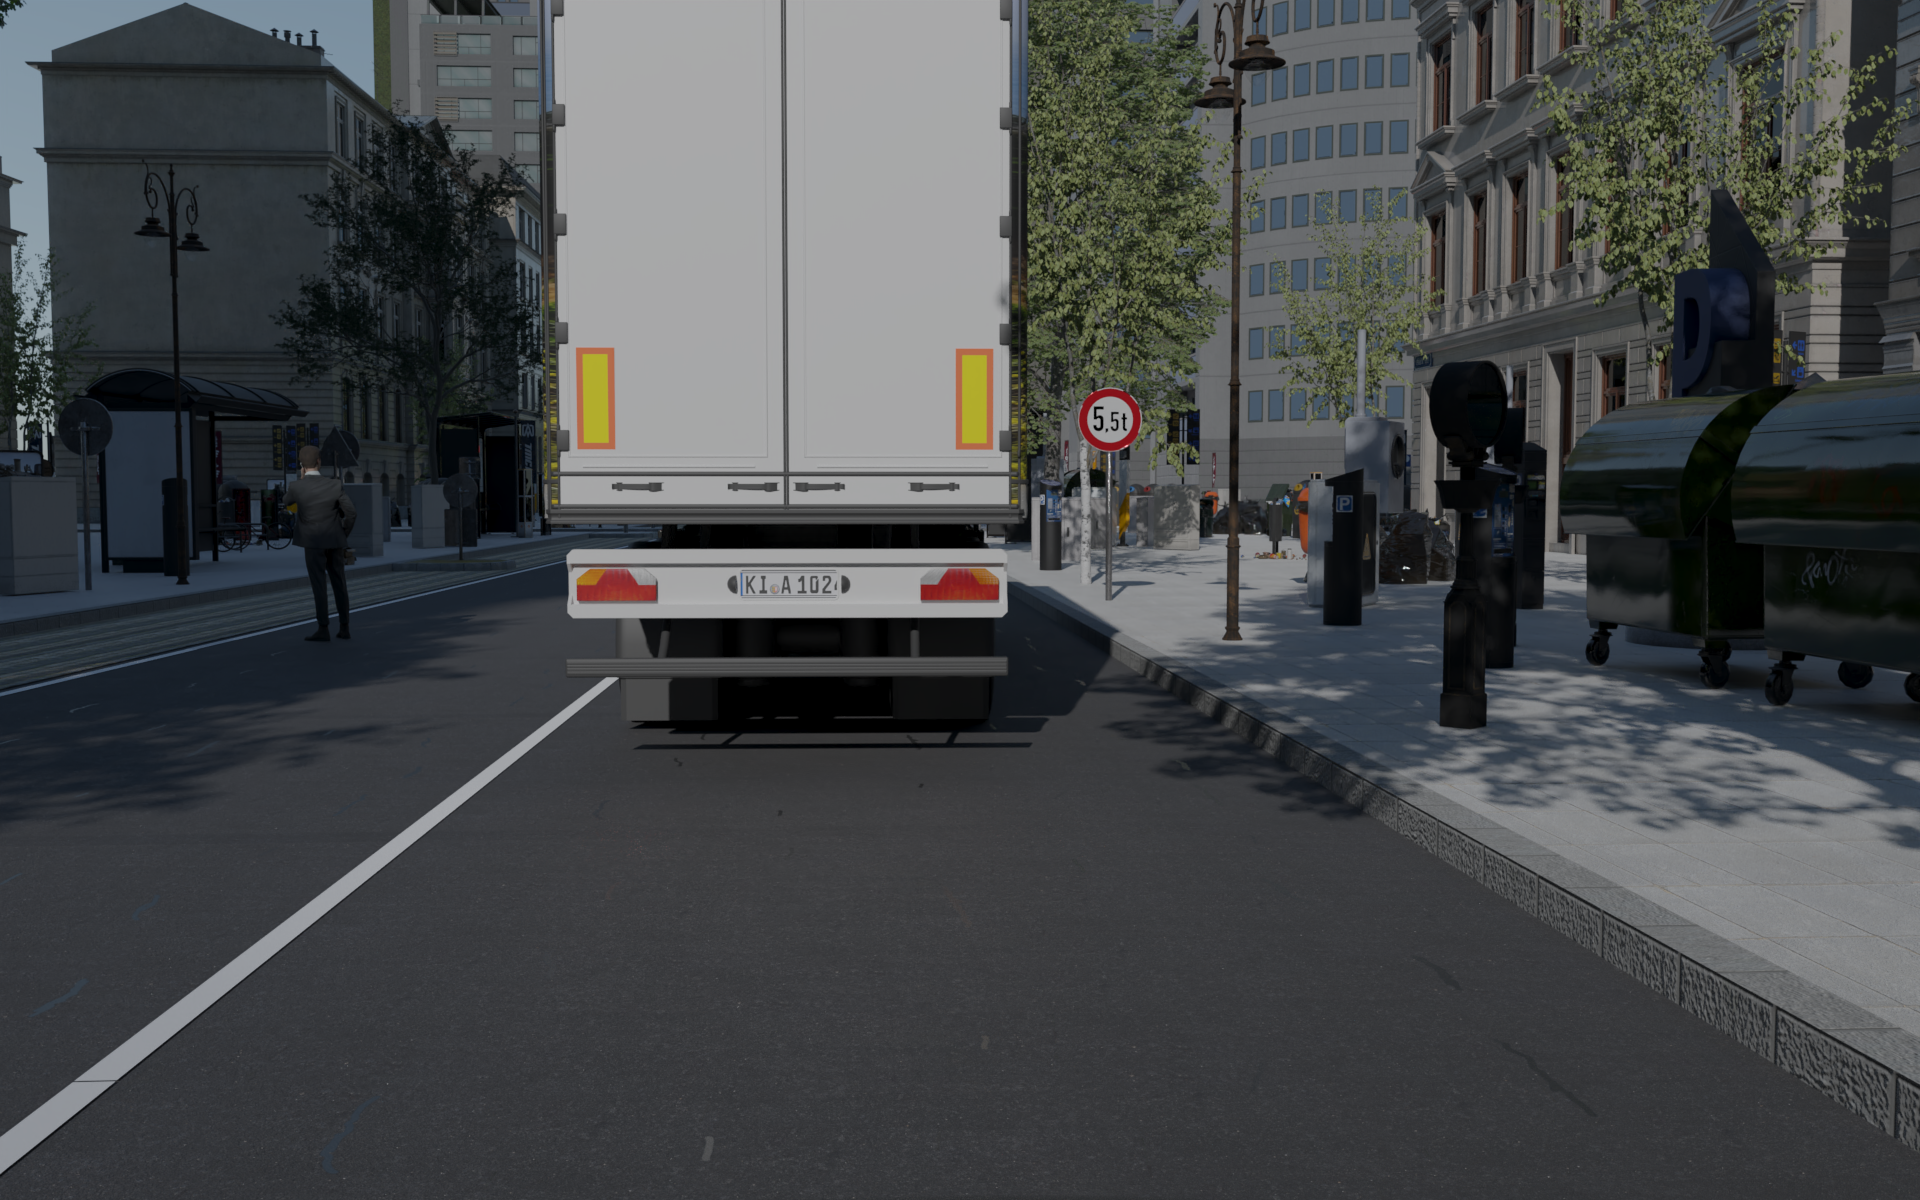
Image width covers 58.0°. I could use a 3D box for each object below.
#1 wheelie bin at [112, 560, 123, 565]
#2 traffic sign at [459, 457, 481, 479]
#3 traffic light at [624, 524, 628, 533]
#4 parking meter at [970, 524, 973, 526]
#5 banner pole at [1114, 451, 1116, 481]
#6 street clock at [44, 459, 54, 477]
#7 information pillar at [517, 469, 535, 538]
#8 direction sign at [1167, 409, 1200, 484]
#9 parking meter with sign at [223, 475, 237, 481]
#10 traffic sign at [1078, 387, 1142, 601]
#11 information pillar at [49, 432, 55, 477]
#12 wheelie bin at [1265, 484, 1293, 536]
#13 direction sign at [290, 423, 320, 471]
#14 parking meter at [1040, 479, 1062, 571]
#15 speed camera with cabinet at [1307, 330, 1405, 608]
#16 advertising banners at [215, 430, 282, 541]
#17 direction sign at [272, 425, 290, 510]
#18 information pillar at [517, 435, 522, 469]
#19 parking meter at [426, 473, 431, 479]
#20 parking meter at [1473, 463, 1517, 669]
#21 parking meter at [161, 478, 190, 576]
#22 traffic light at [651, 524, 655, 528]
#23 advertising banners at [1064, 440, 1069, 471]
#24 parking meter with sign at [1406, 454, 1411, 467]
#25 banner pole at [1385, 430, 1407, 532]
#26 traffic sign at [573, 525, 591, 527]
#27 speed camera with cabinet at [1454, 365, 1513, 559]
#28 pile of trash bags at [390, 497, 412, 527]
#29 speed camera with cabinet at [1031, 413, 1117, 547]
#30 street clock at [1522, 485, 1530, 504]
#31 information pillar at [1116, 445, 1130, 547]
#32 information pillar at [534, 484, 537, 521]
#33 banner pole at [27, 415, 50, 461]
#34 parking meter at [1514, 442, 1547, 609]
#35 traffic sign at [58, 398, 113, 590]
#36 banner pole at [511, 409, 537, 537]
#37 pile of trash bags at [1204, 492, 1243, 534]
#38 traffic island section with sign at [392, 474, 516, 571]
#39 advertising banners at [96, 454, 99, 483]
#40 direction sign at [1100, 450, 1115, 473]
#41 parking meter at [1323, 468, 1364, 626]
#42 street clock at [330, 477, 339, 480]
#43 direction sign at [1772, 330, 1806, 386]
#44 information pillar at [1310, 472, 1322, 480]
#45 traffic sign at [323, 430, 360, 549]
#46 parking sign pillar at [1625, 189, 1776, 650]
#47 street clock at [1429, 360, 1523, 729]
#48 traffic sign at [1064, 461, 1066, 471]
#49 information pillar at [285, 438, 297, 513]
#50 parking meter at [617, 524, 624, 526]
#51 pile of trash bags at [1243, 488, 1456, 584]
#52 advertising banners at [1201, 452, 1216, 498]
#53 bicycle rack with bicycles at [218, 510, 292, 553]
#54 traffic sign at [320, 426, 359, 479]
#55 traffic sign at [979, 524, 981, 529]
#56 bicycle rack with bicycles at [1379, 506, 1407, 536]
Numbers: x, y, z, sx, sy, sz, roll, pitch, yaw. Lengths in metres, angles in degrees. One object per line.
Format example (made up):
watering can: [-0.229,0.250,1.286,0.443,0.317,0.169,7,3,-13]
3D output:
wheelie bin: [-15.062,-1.436,31.389,0.693,1.594,0.980,0,4,4]
traffic sign: [-13.457,-2.781,47.597,0.606,2.300,0.079,0,4,3]
traffic light: [-11.074,-4.187,57.382,0.839,4.253,0.868,0,4,-4]
parking meter: [0.337,-2.933,56.365,0.372,1.533,0.369,0,3,0]
banner pole: [6.814,-5.407,78.417,0.863,3.779,0.401,-1,4,-20]
street clock: [-18.904,-1.900,35.630,0.358,2.002,0.471,2,4,32]
information pillar: [-12.744,-2.830,50.764,0.304,2.012,0.304,3,4,36]
direction sign: [5.947,-3.315,46.193,0.876,3.537,0.379,1,4,9]
parking meter with sign: [-29.775,-4.535,70.412,1.738,3.016,0.543,-1,4,-12]
traffic sign: [1.792,-1.265,20.795,0.768,2.556,0.104,0,4,-2]
information pillar: [-34.245,-4.528,65.382,0.183,3.616,0.504,-1,4,-18]
wheelie bin: [9.716,-2.735,52.627,0.693,1.594,0.980,-3,5,-41]
direction sign: [-20.837,-3.878,55.409,0.876,3.537,0.379,1,4,21]
parking meter: [1.526,-1.268,29.135,0.372,1.533,0.369,0,3,0]
speed camera with cabinet: [4.663,-1.585,20.249,0.660,3.252,2.038,2,4,29]
advertising banners: [-19.775,-3.151,47.708,2.074,3.025,0.090,0,4,-4]
direction sign: [-22.256,-3.983,57.121,0.379,3.537,0.876,2,4,32]
information pillar: [-16.450,-4.505,65.007,0.504,3.616,0.183,-3,5,-40]
parking meter: [-14.833,-2.625,48.635,0.255,1.863,0.399,-1,4,-9]
parking meter: [3.927,-0.271,12.850,0.372,1.533,0.369,0,3,0]
parking meter: [-12.266,-1.142,27.086,0.372,1.533,0.369,0,3,0]
traffic light: [-11.587,-4.675,65.350,0.839,4.253,0.868,0,4,-4]
advertising banners: [3.605,-3.625,55.458,0.090,3.025,2.074,-1,4,-11]
parking meter with sign: [19.517,-4.932,76.896,0.543,3.016,1.738,0,4,1]
banner pole: [14.847,-4.229,59.160,0.863,3.779,0.401,0,4,5]
traffic sign: [-14.892,-4.540,68.099,2.265,3.308,0.079,0,4,3]
speed camera with cabinet: [8.330,-2.024,27.435,0.660,3.252,2.038,0,4,5]
pile of trash bags: [-21.134,-3.562,67.985,3.447,1.369,1.912,0,4,-5]
speed camera with cabinet: [2.794,-2.939,42.388,2.038,3.252,0.660,1,4,23]
street clock: [4.611,-0.613,14.599,0.358,2.002,0.471,1,4,19]
information pillar: [4.009,-3.114,42.269,0.183,3.616,0.504,-1,4,-18]
information pillar: [-20.419,-5.605,82.988,0.183,3.616,0.504,-2,4,-31]
banner pole: [-28.528,-3.901,53.799,0.401,3.779,0.863,3,5,40]
parking meter: [6.350,-0.834,19.345,0.255,1.863,0.399,0,4,-6]
traffic sign: [-11.642,-1.404,23.063,0.768,2.556,0.104,0,4,5]
banner pole: [-12.960,-3.758,51.457,0.863,3.779,0.401,-3,4,-38]
pile of trash bags: [9.699,-2.824,55.933,1.912,1.369,3.447,3,5,44]
traffic island section with sign: [-9.535,-1.482,32.864,1.989,1.847,2.006,0,4,-4]
advertising banners: [-21.264,-2.923,43.974,0.090,3.025,2.074,1,4,13]
direction sign: [6.270,-4.994,73.645,0.876,3.537,0.379,-3,5,-41]
parking meter: [3.754,-0.523,16.959,0.372,1.533,0.369,0,3,0]
street clock: [-25.897,-4.114,71.831,0.358,2.002,0.471,2,4,33]
direction sign: [11.431,-1.962,24.073,0.876,3.537,0.379,-2,4,-31]
information pillar: [11.995,-3.298,58.413,0.304,2.012,0.304,-1,4,-17]
traffic sign: [-12.333,-2.106,34.535,0.768,2.556,0.104,0,4,4]
parking sign pillar: [6.504,-1.611,14.807,1.447,3.967,1.447,0,4,7]
street clock: [2.778,-0.302,9.501,0.358,2.002,0.471,3,5,44]
traffic sign: [2.943,-3.106,52.918,0.606,2.300,0.079,0,4,4]
information pillar: [-27.432,-4.868,70.950,0.504,3.616,0.183,0,4,6]
parking meter: [-13.718,-3.942,70.170,0.399,1.863,0.255,1,4,8]
pile of trash bags: [5.827,-0.935,25.047,1.912,1.369,3.447,3,4,39]
advertising banners: [10.595,-4.746,73.777,0.090,3.025,2.074,0,4,-7]
bicycle rack with bicycles: [-16.844,-1.558,38.851,2.925,0.926,2.852,0,4,-2]
traffic sign: [-12.009,-2.038,33.326,0.884,2.594,0.081,0,4,-1]
traffic sign: [0.627,-3.328,54.511,0.768,2.556,0.104,0,4,3]
bicycle rack with bicycles: [13.197,-2.361,51.986,2.925,0.926,2.852,3,5,45]
